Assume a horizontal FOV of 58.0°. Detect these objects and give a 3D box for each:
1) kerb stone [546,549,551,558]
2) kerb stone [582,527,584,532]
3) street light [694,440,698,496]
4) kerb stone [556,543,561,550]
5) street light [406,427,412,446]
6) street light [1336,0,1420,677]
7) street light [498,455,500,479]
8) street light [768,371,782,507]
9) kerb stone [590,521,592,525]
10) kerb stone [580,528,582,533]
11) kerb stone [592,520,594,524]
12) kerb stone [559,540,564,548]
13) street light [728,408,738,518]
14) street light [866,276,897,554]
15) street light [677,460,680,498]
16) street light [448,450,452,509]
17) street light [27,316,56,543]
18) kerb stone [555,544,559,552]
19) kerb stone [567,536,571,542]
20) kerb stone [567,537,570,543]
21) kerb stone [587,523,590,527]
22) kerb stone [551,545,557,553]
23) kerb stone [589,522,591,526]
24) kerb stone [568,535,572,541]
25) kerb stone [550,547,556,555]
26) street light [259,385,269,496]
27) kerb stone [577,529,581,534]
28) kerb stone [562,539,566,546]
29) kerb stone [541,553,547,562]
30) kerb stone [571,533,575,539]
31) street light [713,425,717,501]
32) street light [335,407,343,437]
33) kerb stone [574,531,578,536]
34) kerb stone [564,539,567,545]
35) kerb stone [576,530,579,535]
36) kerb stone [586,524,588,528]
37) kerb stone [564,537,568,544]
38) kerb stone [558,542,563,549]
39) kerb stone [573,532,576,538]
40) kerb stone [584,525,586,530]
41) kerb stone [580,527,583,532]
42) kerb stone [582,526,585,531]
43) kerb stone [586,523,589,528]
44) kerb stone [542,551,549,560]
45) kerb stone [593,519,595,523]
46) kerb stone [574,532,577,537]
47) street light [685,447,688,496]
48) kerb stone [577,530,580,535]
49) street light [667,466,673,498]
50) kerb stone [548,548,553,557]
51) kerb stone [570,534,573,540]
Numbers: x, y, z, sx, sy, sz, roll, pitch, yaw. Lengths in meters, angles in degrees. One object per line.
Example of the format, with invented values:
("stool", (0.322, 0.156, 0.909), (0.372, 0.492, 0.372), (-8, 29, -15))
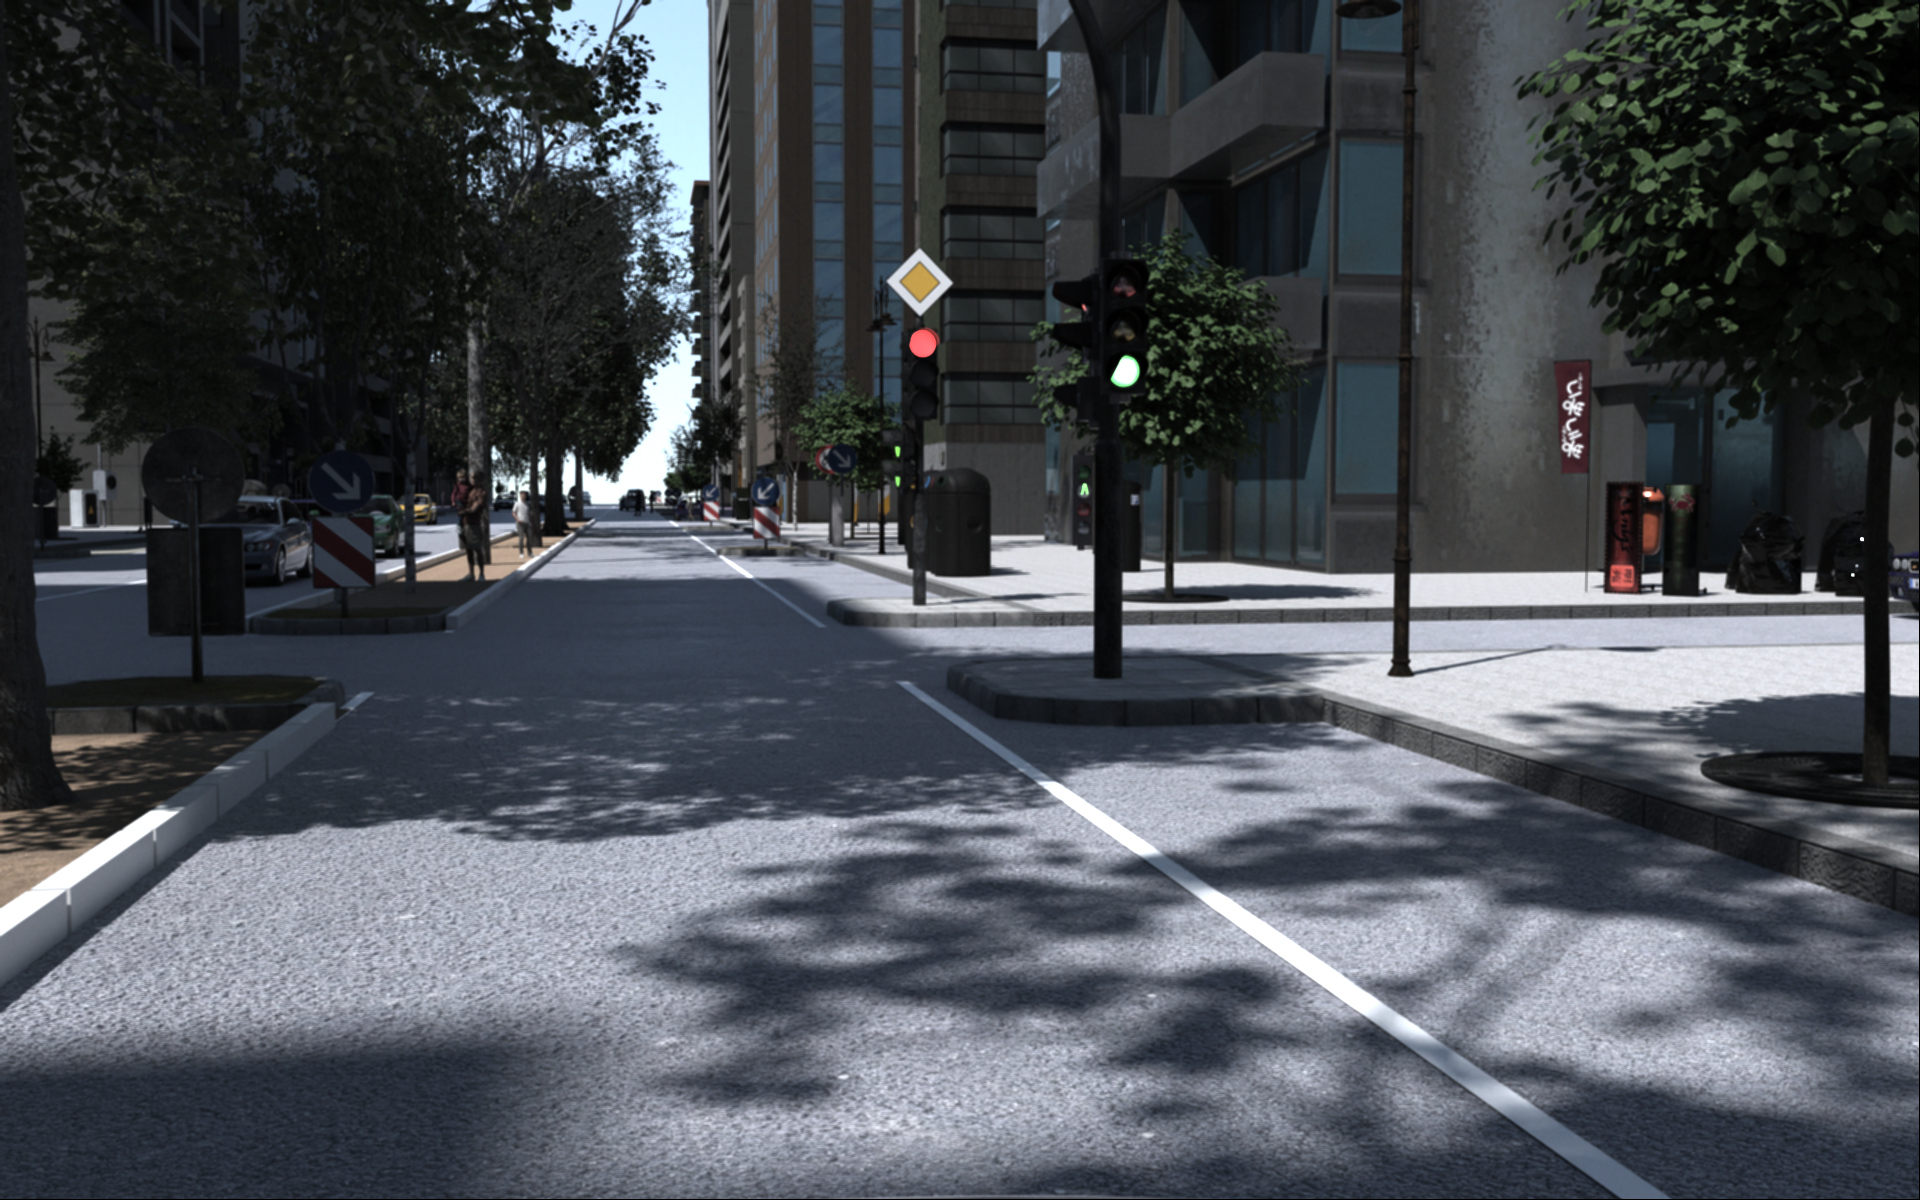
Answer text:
("kerb stone", (-9.073, -0.958, 37.852), (0.120, 0.150, 1.000), (-1, 4, -11))
("kerb stone", (-13.856, -2.499, 63.046), (0.120, 0.150, 1.000), (-1, 4, -11))
("street light", (-21.340, -10.267, 140.645), (0.468, 5.910, 1.993), (-1, 4, -11))
("kerb stone", (-10.036, -1.265, 42.886), (0.120, 0.150, 1.000), (-1, 4, -11))
("street light", (-38.230, -9.008, 120.071), (0.468, 5.910, 1.993), (-1, 4, -11))
("street light", (3.111, -2.401, 12.049), (0.468, 5.910, 1.993), (-1, 4, -11))
("street light", (-53.910, -14.047, 202.455), (0.468, 5.910, 1.993), (-1, 4, -11))
("street light", (-6.909, -5.635, 64.925), (0.468, 5.910, 1.993), (-1, 4, -11))
("kerb stone", (-16.151, -3.238, 75.133), (0.120, 0.150, 1.000), (-1, 4, -11))
("kerb stone", (-13.473, -2.373, 61.028), (0.120, 0.150, 1.000), (-1, 4, -11))
("kerb stone", (-16.726, -3.418, 78.170), (0.120, 0.150, 1.000), (-1, 4, -11))
("kerb stone", (-10.410, -1.389, 44.910), (0.120, 0.150, 1.000), (-1, 4, -11))
("street light", (-12.183, -7.354, 93.019), (0.468, 5.910, 1.993), (-1, 4, -11))
("street light", (-1.667, -3.917, 36.825), (0.468, 5.910, 1.993), (-1, 4, -11))
("street light", (-31.449, -13.518, 193.799), (0.468, 5.910, 1.993), (-1, 4, -11))
("street light", (-43.609, -10.739, 148.370), (0.468, 5.910, 1.993), (-1, 4, -11))
("street light", (-23.998, -4.426, 45.152), (0.468, 5.910, 1.993), (-1, 4, -11))
("kerb stone", (-9.836, -1.204, 41.881), (0.120, 0.150, 1.000), (-1, 4, -11))
("kerb stone", (-11.372, -1.698, 49.954), (0.120, 0.150, 1.000), (-1, 4, -11))
("kerb stone", (-11.180, -1.636, 48.938), (0.120, 0.150, 1.000), (-1, 4, -11))
("kerb stone", (-15.381, -2.992, 71.116), (0.120, 0.150, 1.000), (-1, 4, -11))
("kerb stone", (-9.648, -1.142, 40.876), (0.120, 0.150, 1.000), (-1, 4, -11))
("kerb stone", (-15.766, -3.115, 73.124), (0.120, 0.150, 1.000), (-1, 4, -11))
("kerb stone", (-11.561, -1.760, 50.967), (0.120, 0.150, 1.000), (-1, 4, -11))
("kerb stone", (-9.449, -1.081, 39.872), (0.120, 0.150, 1.000), (-1, 4, -11))
("street light", (-29.364, -6.143, 73.228), (0.468, 5.910, 1.993), (-1, 4, -11))
("kerb stone", (-13.086, -2.252, 59.021), (0.120, 0.150, 1.000), (-1, 4, -11))
("kerb stone", (-10.595, -1.451, 45.925), (0.120, 0.150, 1.000), (-1, 4, -11))
("kerb stone", (-8.691, -0.832, 35.839), (0.120, 0.150, 1.000), (-1, 4, -11))
("kerb stone", (-11.947, -1.883, 52.979), (0.120, 0.150, 1.000), (-1, 4, -11))
("street light", (-15.889, -8.527, 112.208), (0.468, 5.910, 1.993), (-1, 4, -11))
("street light", (-32.897, -7.284, 91.887), (0.468, 5.910, 1.993), (-1, 4, -11))
("kerb stone", (-12.522, -2.067, 55.997), (0.120, 0.150, 1.000), (-1, 4, -11))
("kerb stone", (-10.800, -1.510, 46.927), (0.120, 0.150, 1.000), (-1, 4, -11))
("kerb stone", (-12.709, -2.129, 57.004), (0.120, 0.150, 1.000), (-1, 4, -11))
("kerb stone", (-15.011, -2.860, 69.095), (0.120, 0.150, 1.000), (-1, 4, -11))
("kerb stone", (-10.987, -1.574, 47.934), (0.120, 0.150, 1.000), (-1, 4, -11))
("kerb stone", (-10.221, -1.323, 43.899), (0.120, 0.150, 1.000), (-1, 4, -11))
("kerb stone", (-12.137, -1.944, 53.985), (0.120, 0.150, 1.000), (-1, 4, -11))
("kerb stone", (-14.430, -2.684, 66.074), (0.120, 0.150, 1.000), (-1, 4, -11))
("kerb stone", (-13.664, -2.437, 62.033), (0.120, 0.150, 1.000), (-1, 4, -11))
("kerb stone", (-14.047, -2.558, 64.061), (0.120, 0.150, 1.000), (-1, 4, -11))
("kerb stone", (-15.196, -2.925, 70.111), (0.120, 0.150, 1.000), (-1, 4, -11))
("kerb stone", (-8.875, -0.893, 36.844), (0.120, 0.150, 1.000), (-1, 4, -11))
("kerb stone", (-17.299, -3.608, 81.187), (0.120, 0.150, 1.000), (-1, 4, -11))
("kerb stone", (-12.329, -2.003, 54.989), (0.120, 0.150, 1.000), (-1, 4, -11))
("street light", (-26.662, -11.997, 168.945), (0.468, 5.910, 1.993), (-1, 4, -11))
("kerb stone", (-12.898, -2.190, 58.010), (0.120, 0.150, 1.000), (-1, 4, -11))
("street light", (-42.112, -16.953, 249.966), (0.468, 5.910, 1.993), (-1, 4, -11))
("kerb stone", (-9.264, -1.017, 38.856), (0.120, 0.150, 1.000), (-1, 4, -11))
("kerb stone", (-11.755, -1.818, 51.971), (0.120, 0.150, 1.000), (-1, 4, -11))
